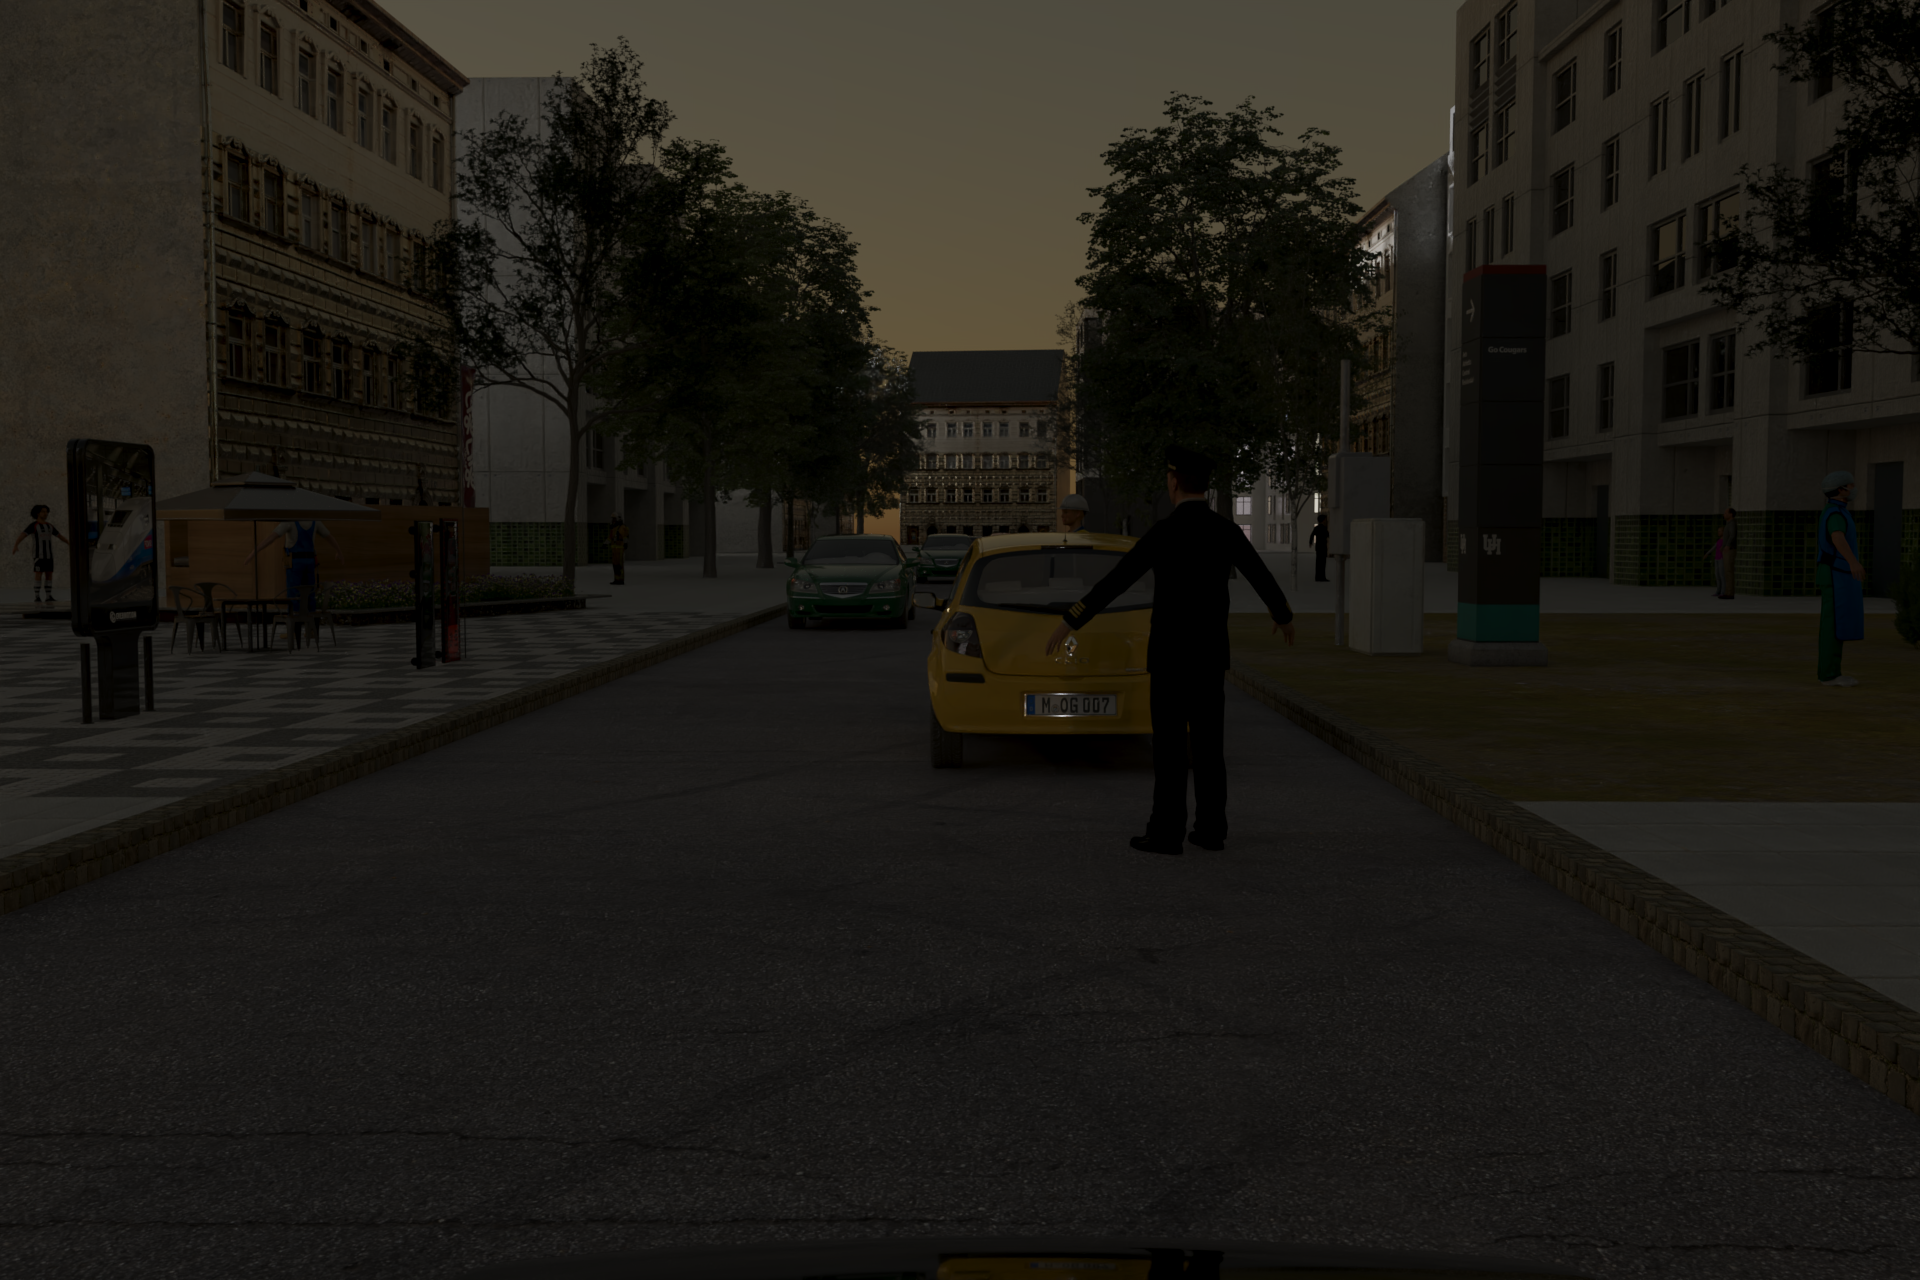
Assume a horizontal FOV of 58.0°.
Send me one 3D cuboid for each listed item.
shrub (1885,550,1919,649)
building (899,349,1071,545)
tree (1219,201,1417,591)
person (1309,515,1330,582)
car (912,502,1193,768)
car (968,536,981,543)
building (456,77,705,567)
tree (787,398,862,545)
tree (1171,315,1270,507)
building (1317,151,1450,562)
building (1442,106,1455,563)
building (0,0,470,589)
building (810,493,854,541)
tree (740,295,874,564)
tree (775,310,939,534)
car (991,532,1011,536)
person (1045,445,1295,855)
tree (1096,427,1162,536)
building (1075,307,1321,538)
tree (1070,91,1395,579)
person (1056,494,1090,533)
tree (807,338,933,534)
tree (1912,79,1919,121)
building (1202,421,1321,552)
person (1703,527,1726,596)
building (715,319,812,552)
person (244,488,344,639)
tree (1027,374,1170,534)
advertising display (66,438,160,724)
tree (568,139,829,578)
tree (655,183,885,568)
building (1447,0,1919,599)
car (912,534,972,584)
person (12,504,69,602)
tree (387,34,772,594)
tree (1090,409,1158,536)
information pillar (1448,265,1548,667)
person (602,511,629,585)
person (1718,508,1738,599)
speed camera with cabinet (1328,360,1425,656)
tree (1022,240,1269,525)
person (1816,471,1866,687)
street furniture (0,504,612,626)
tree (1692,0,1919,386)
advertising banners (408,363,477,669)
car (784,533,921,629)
[{"bbox_3d":[10.854,-0.497,19.240,1.383,1.207,1.383,0,3,0],"label":"shrub"},{"bbox_3d":[3.334,-22.779,205.825,18.063,23.208,19.493,1,4,8],"label":"building"},{"bbox_3d":[7.435,-5.416,38.918,4.360,8.622,3.978,0,3,0],"label":"tree"},{"bbox_3d":[9.760,-2.476,46.663,0.705,1.806,1.347,-1,4,-23],"label":"person"},{"bbox_3d":[0.656,-0.109,12.014,2.015,1.641,3.980,0,4,0],"label":"car"},{"bbox_3d":[0.517,-4.255,82.157,1.945,1.354,3.894,0,4,1],"label":"car"},{"bbox_3d":[-22.980,-13.263,83.304,16.747,18.905,31.486,0,4,1],"label":"building"},{"bbox_3d":[-6.768,-8.031,81.665,4.737,8.622,4.395,0,3,0],"label":"tree"},{"bbox_3d":[8.494,-6.616,58.531,4.737,8.622,4.395,0,3,0],"label":"tree"},{"bbox_3d":[28.978,-15.634,86.542,19.493,23.208,18.063,0,4,1],"label":"building"},{"bbox_3d":[26.309,-13.337,74.472,16.016,20.090,11.380,0,4,1],"label":"building"},{"bbox_3d":[-26.365,-13.353,49.250,19.493,23.208,18.063,0,4,2],"label":"building"},{"bbox_3d":[-20.888,-21.176,177.153,19.493,23.208,18.063,0,4,1],"label":"building"},{"bbox_3d":[-7.247,-9.128,74.999,9.928,11.665,9.643,0,3,0],"label":"tree"},{"bbox_3d":[-6.810,-11.313,95.345,12.009,13.543,11.850,0,3,0],"label":"tree"},{"bbox_3d":[2.359,-5.321,96.046,2.155,1.783,4.494,0,4,1],"label":"car"},{"bbox_3d":[1.016,0.033,7.851,1.347,1.837,0.705,-2,4,-28],"label":"person"},{"bbox_3d":[9.363,-8.958,96.823,4.737,8.622,4.395,0,3,0],"label":"tree"},{"bbox_3d":[25.339,-20.099,172.590,27.936,21.610,32.646,0,4,1],"label":"building"},{"bbox_3d":[7.530,-8.722,49.257,9.857,13.997,8.962,0,3,0],"label":"tree"},{"bbox_3d":[0.877,-0.353,14.698,0.721,1.772,1.216,-1,4,-21],"label":"person"},{"bbox_3d":[-6.653,-12.674,113.874,9.857,13.997,8.962,0,3,0],"label":"tree"},{"bbox_3d":[7.075,-4.413,6.571,8.767,10.594,7.601,0,4,-4],"label":"tree"},{"bbox_3d":[25.165,-12.044,139.059,9.099,9.664,28.070,0,4,1],"label":"building"},{"bbox_3d":[15.530,-1.602,35.466,0.599,1.433,0.991,0,4,-7],"label":"person"},{"bbox_3d":[-21.543,-18.380,131.437,19.493,23.208,18.063,0,4,1],"label":"building"},{"bbox_3d":[-8.129,-0.945,21.299,0.705,1.847,1.347,3,4,36],"label":"person"},{"bbox_3d":[9.410,-12.257,110.773,12.009,13.543,11.850,0,3,0],"label":"tree"},{"bbox_3d":[-5.890,-0.420,12.084,0.123,1.923,0.974,0,4,2],"label":"advertising display"},{"bbox_3d":[-7.668,-8.114,50.785,7.486,12.596,7.792,0,3,0],"label":"tree"},{"bbox_3d":[-7.245,-9.670,64.752,9.857,13.997,8.962,0,3,0],"label":"tree"},{"bbox_3d":[24.936,-10.811,43.216,16.747,18.905,31.486,0,4,1],"label":"building"},{"bbox_3d":[-0.352,-2.438,51.654,2.131,1.459,4.920,0,4,1],"label":"car"},{"bbox_3d":[-16.900,-1.578,31.949,0.704,1.843,1.345,2,4,25],"label":"person"},{"bbox_3d":[-6.992,-5.968,31.989,7.601,10.594,8.767,-1,4,-9],"label":"tree"},{"bbox_3d":[8.439,-8.373,87.268,4.737,8.622,4.395,0,3,0],"label":"tree"},{"bbox_3d":[5.311,-1.691,17.019,0.750,3.857,0.750,0,4,-1],"label":"information pillar"},{"bbox_3d":[-8.661,-2.322,43.733,0.705,1.858,1.354,-3,4,-36],"label":"person"},{"bbox_3d":[15.142,-1.705,34.147,0.705,1.796,1.348,1,4,20],"label":"person"},{"bbox_3d":[4.576,-1.513,19.081,0.660,3.252,2.038,0,4,-1],"label":"speed camera with cabinet"},{"bbox_3d":[8.028,-9.795,70.516,12.009,13.543,11.850,0,3,0],"label":"tree"},{"bbox_3d":[7.480,-0.525,14.715,0.704,1.817,1.347,1,4,21],"label":"person"},{"bbox_3d":[-9.279,-1.296,28.051,9.812,1.723,11.010,1,4,20],"label":"street furniture"},{"bbox_3d":[13.583,-5.424,23.089,7.601,10.594,8.767,1,4,9],"label":"tree"},{"bbox_3d":[-5.114,-1.290,17.279,0.090,3.025,2.074,0,4,2],"label":"advertising banners"},{"bbox_3d":[-1.672,-0.970,27.659,2.131,1.459,4.920,0,4,1],"label":"car"}]
